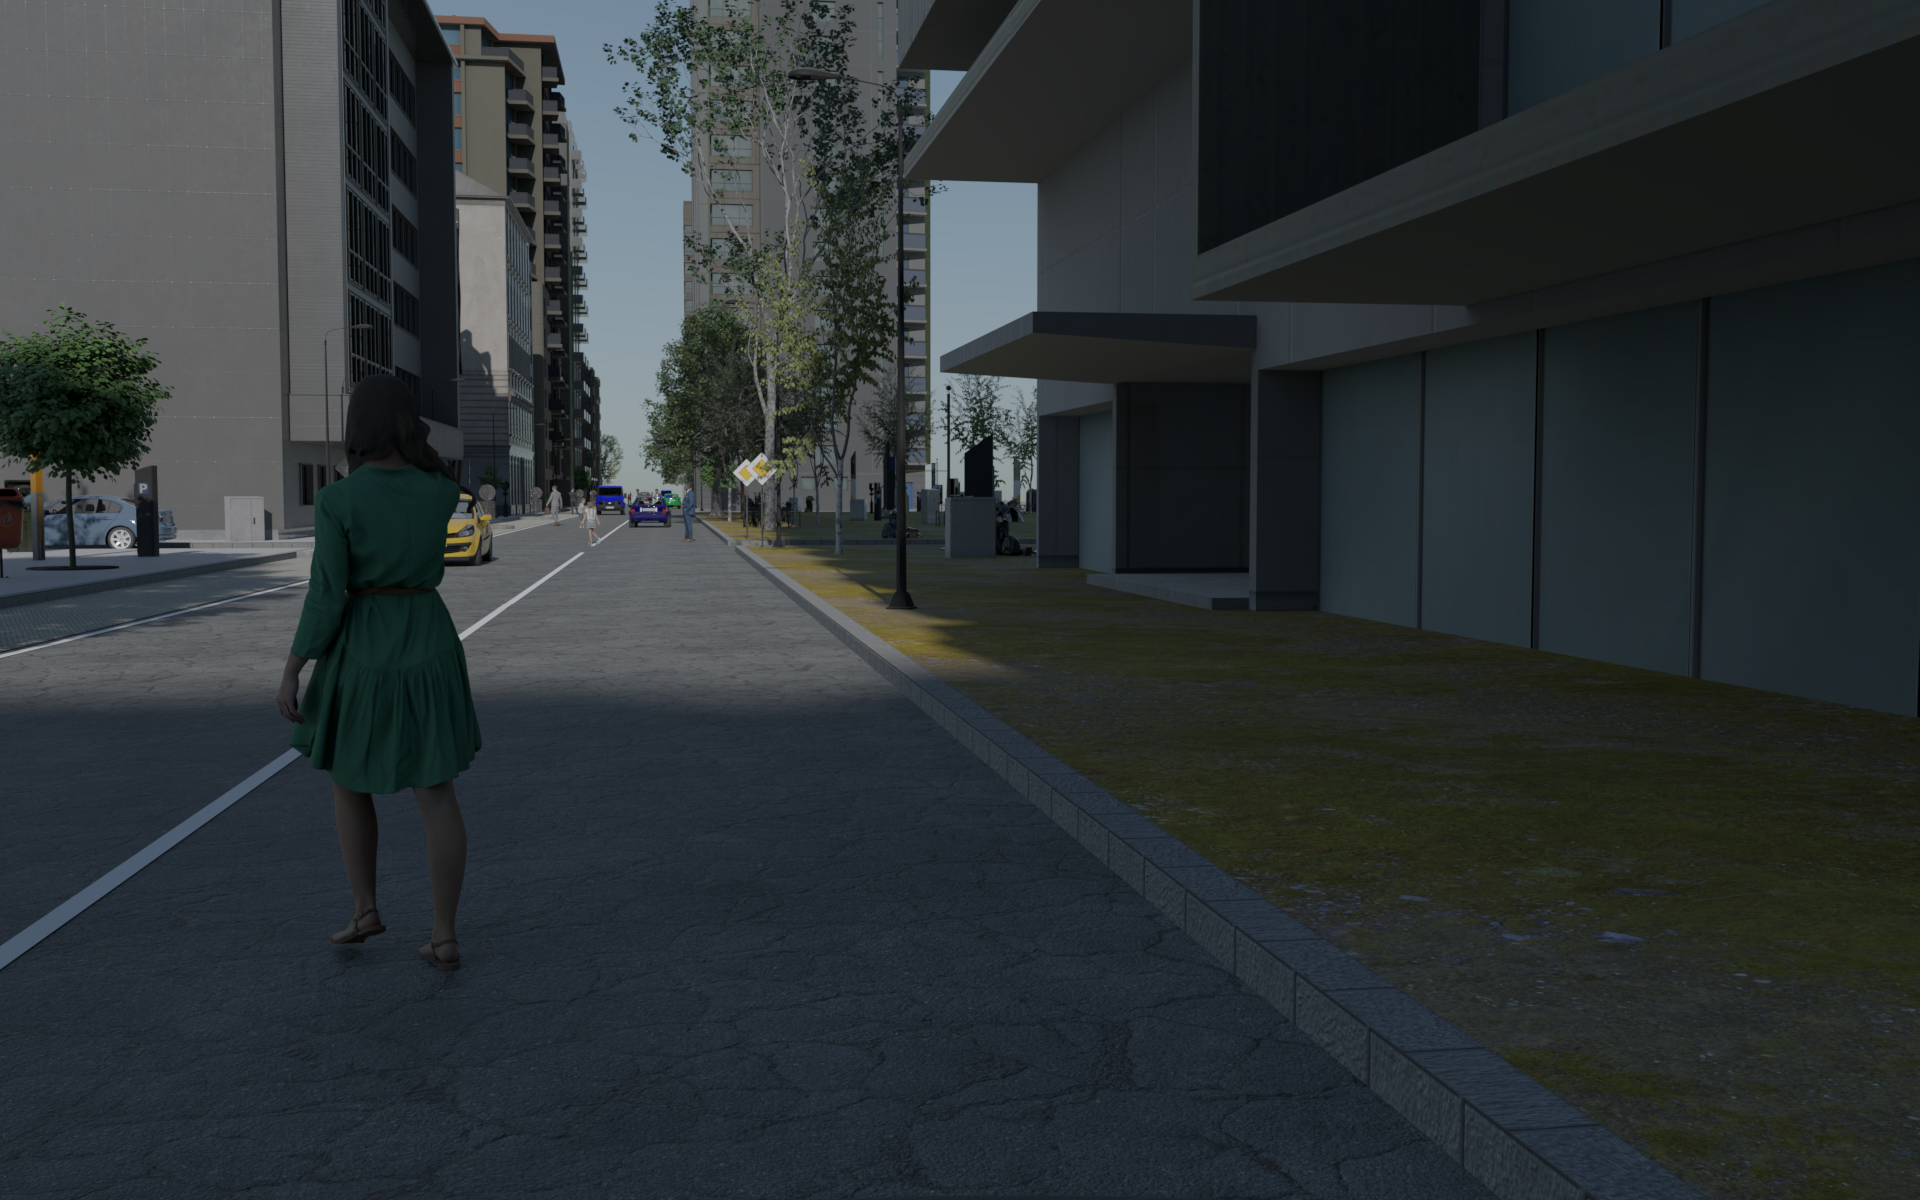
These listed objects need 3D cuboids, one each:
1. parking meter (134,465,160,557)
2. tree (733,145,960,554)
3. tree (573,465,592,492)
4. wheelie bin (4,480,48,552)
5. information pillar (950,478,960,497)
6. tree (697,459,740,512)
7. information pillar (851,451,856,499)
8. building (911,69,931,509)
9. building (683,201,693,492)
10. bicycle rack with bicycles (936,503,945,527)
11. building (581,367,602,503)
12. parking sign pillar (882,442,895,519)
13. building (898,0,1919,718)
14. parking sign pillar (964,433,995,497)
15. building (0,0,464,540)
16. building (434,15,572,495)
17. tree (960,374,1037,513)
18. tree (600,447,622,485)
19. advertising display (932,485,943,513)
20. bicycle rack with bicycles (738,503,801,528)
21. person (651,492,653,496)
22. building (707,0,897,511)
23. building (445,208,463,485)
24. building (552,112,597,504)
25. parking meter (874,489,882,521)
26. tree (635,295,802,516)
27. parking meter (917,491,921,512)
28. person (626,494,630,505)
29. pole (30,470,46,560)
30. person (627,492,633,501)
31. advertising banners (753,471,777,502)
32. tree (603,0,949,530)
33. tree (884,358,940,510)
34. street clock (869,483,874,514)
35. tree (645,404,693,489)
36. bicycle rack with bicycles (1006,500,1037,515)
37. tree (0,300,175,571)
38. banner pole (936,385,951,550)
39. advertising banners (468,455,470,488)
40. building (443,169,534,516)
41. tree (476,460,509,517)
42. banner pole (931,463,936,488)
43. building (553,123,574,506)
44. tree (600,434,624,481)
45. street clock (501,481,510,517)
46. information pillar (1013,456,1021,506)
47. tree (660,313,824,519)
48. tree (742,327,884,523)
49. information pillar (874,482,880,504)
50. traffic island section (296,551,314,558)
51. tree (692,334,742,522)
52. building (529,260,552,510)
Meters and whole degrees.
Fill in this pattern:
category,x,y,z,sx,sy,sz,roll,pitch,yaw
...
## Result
category,x,y,z,sx,sy,sz,roll,pitch,yaw
parking meter,-16.655,-1.820,35.461,0.399,1.863,0.255,0,4,4
tree,-2.669,-5.301,37.027,4.737,8.622,4.395,0,3,0
tree,-43.349,-13.045,196.991,4.285,4.588,4.351,0,3,0
wheelie bin,-20.737,-1.862,38.346,0.980,1.594,0.693,-2,4,-27
information pillar,-0.280,-4.625,80.110,0.304,2.012,0.304,2,4,35
tree,-17.436,-8.699,125.934,4.285,4.588,4.351,0,3,0
information pillar,-5.794,-6.293,94.252,0.183,3.616,0.504,-2,4,-32
building,-13.366,-37.613,156.966,21.231,58.520,28.212,-1,4,-10
building,-31.788,-34.298,244.359,14.154,41.232,14.086,-1,4,-10
bicycle rack with bicycles,0.113,-3.392,68.845,2.852,0.926,2.925,0,4,-3
building,-65.885,-24.600,247.242,27.650,21.520,28.899,-1,4,-10
parking sign pillar,-3.678,-6.191,89.695,1.447,3.967,1.447,-1,4,-11
building,14.293,-26.250,18.431,28.713,52.752,27.495,-1,4,-10
parking sign pillar,0.861,-5.409,76.902,1.447,3.967,1.447,1,4,14
building,-26.749,-14.819,61.363,14.314,24.678,30.058,-1,4,-10
building,-48.322,-31.031,161.985,22.147,44.769,28.867,-1,4,-10
tree,0.971,-8.441,88.374,4.737,8.622,4.395,0,3,0
tree,-54.542,-19.377,267.171,4.737,8.622,4.395,0,3,0
advertising display,-1.532,-6.889,117.853,0.123,1.923,0.974,-3,5,-42
bicycle rack with bicycles,-7.441,-3.280,67.005,2.852,0.926,2.925,1,4,10
person,-45.797,-15.150,256.925,0.721,1.743,1.217,0,4,-1
building,-12.615,-27.647,135.623,14.154,41.232,14.086,-1,4,-10
building,-33.355,-13.300,84.902,16.820,18.784,16.811,-1,4,-10
building,-58.260,-36.553,217.243,23.786,49.044,30.456,-1,4,-10
parking meter,-3.952,-4.578,83.261,0.372,1.533,0.369,0,3,0
tree,-13.999,-11.205,100.202,9.611,12.733,9.660,0,3,0
parking meter,-2.962,-7.184,125.861,0.372,1.533,0.369,0,3,0
person,-44.376,-13.448,231.636,0.557,1.426,1.065,1,4,14
pole,-17.848,-2.424,33.469,0.158,3.312,0.155,0,3,0
person,-50.290,-15.577,263.898,0.721,1.735,1.217,2,4,32
advertising banners,-13.667,-7.733,122.620,2.074,3.025,0.090,1,4,18
tree,-5.560,-12.644,62.624,12.611,20.169,13.585,0,3,0
tree,-3.250,-8.823,94.618,4.360,8.622,3.978,0,3,0
street clock,-5.810,-6.681,113.803,0.358,2.002,0.471,1,4,13
tree,-32.446,-18.382,207.195,9.857,13.997,8.962,0,3,0
bicycle rack with bicycles,3.320,-5.794,108.119,2.852,0.926,2.925,-2,4,-35
tree,-15.175,-2.809,29.642,4.285,4.588,4.351,0,3,0
banner pole,-0.272,-3.065,40.135,0.401,3.779,0.863,0,4,-3
advertising banners,-21.739,-4.926,76.725,0.090,3.025,2.074,-1,4,-16
building,-32.407,-15.887,108.902,9.793,20.994,18.267,-1,4,-10
tree,-26.889,-6.377,98.872,1.663,3.219,1.824,0,3,0
banner pole,-1.760,-8.065,121.882,0.401,3.779,0.863,-3,5,-40
building,-48.929,-30.634,184.464,14.154,41.232,14.086,-1,4,-10
tree,-57.687,-21.573,278.467,9.928,11.665,9.643,0,3,0
street clock,-25.289,-5.614,96.363,0.471,2.002,0.358,3,4,38
information pillar,3.482,-7.032,106.320,0.504,3.616,0.183,-2,4,-32
tree,-11.116,-9.444,88.818,8.767,10.594,7.601,-1,4,-9
tree,-6.397,-7.644,75.348,4.360,8.622,3.978,0,3,0
information pillar,-5.242,-6.437,109.733,0.304,2.012,0.304,3,4,38
traffic island section,-14.042,-1.090,40.106,2.009,0.180,2.903,-1,4,-10
tree,-10.614,-7.964,80.578,4.360,8.622,3.978,0,3,0
building,-46.687,-17.649,133.594,27.650,21.520,28.899,-1,4,-10
